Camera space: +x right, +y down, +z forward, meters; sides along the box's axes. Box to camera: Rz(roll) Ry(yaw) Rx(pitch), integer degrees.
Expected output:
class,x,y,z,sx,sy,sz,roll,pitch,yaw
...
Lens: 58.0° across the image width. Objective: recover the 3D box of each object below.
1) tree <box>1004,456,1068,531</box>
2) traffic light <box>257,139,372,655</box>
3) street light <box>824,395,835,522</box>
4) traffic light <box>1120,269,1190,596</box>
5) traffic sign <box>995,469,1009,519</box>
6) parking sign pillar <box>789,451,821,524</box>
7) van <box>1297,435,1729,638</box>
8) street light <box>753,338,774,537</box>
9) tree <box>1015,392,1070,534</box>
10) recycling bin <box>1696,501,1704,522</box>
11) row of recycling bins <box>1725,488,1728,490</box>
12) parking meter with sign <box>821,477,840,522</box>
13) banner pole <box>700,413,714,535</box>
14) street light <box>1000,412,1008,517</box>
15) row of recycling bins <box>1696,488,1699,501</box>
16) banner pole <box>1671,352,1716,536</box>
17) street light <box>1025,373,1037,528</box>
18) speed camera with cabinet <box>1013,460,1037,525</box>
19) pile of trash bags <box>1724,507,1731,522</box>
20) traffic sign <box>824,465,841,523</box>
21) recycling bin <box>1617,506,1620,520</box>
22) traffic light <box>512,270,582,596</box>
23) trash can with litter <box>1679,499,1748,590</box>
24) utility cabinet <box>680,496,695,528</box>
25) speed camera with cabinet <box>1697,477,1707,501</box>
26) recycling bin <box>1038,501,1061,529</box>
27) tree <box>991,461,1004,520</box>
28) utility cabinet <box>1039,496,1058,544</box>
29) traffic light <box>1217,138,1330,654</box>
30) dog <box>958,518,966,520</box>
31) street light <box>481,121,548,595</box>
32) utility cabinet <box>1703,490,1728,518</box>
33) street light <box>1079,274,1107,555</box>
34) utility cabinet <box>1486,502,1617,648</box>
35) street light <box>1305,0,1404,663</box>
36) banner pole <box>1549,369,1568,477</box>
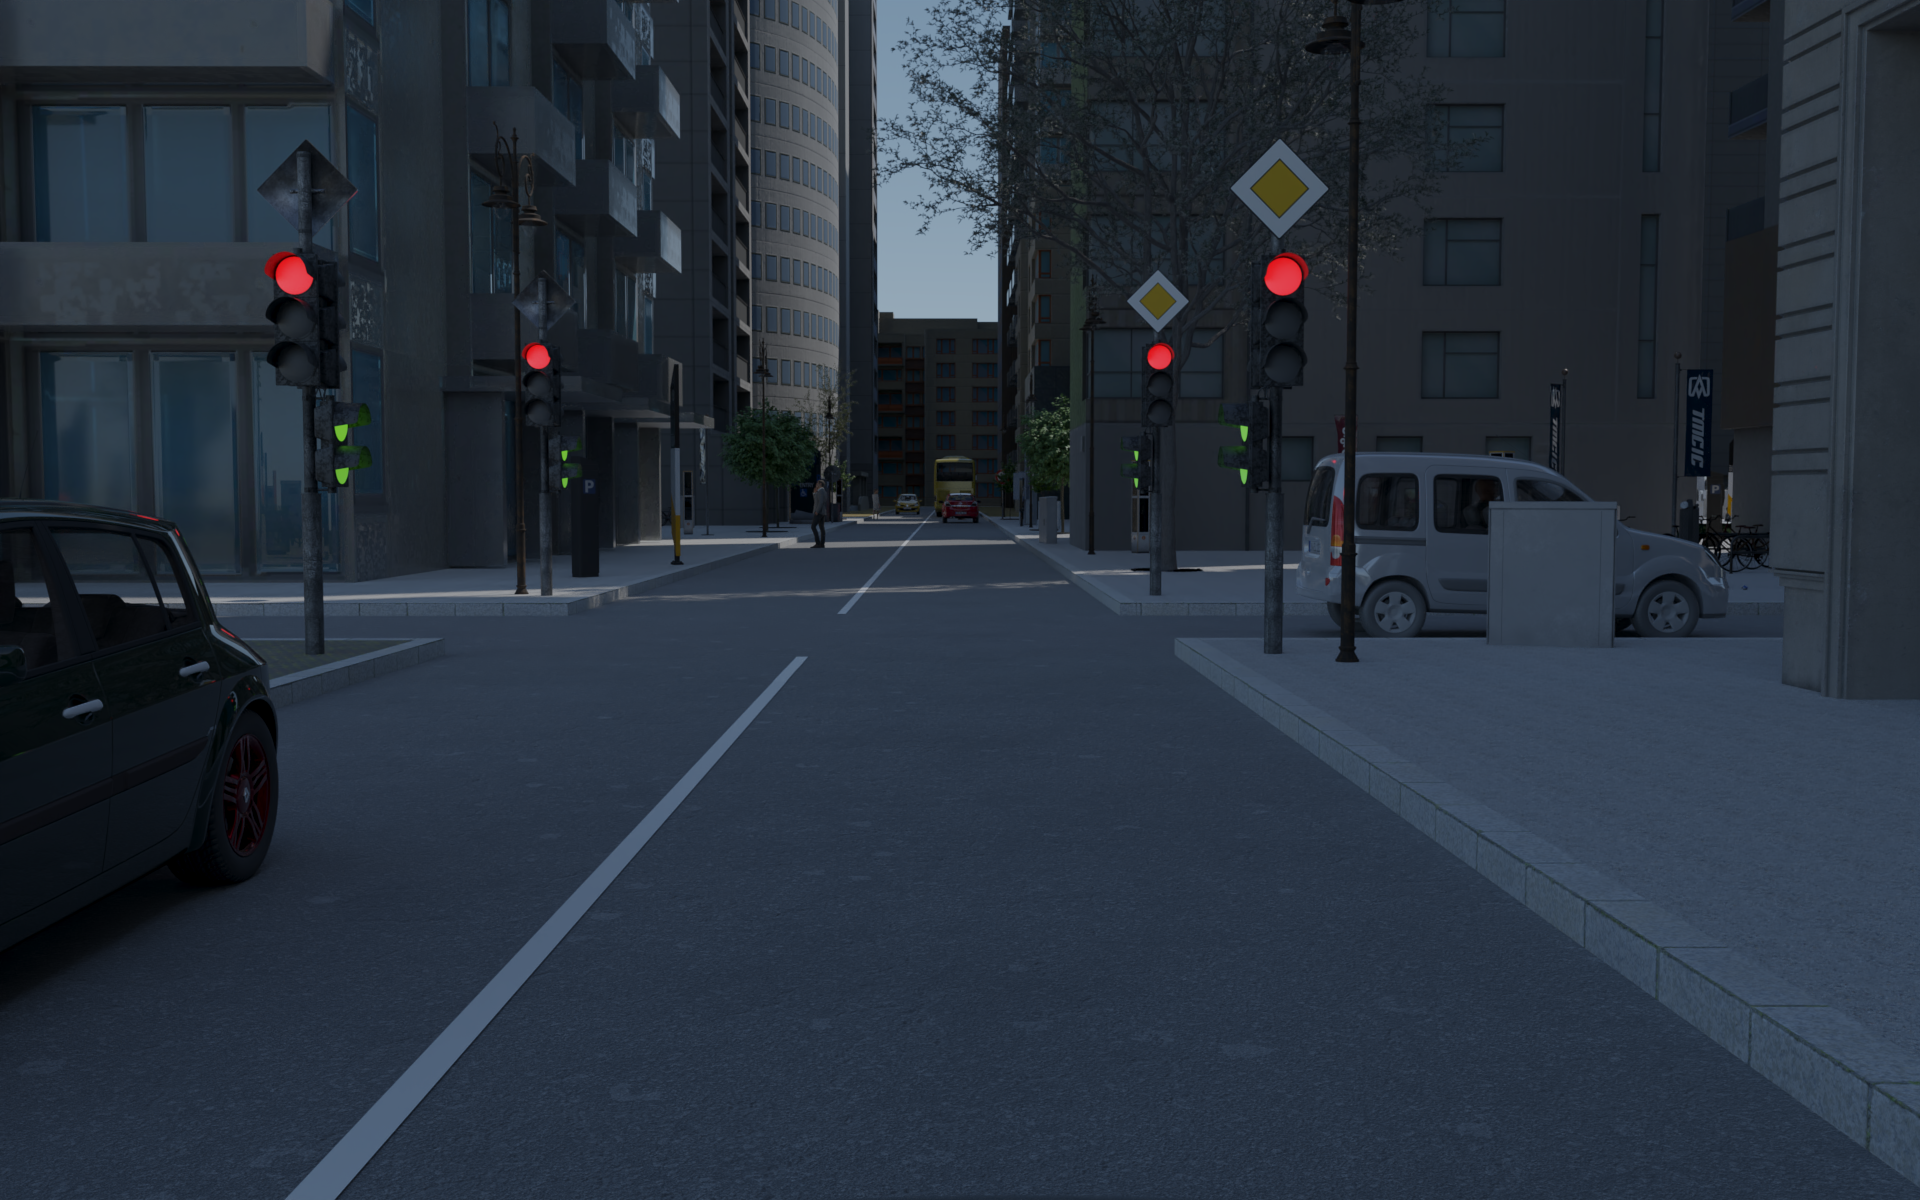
class,x,y,z,sx,sy,sz,roll,pitch,yaw
tree,2.851,-4.036,60.590,1.663,3.219,1.824,0,3,0
traffic light,-5.158,-1.520,13.775,0.839,4.253,0.868,0,4,0
street light,-6.077,-6.609,80.850,0.468,5.910,1.993,0,4,0
traffic light,2.457,-2.012,21.820,0.839,4.253,0.868,0,4,0
traffic sign,2.197,-5.438,89.019,0.768,2.556,0.104,0,4,3
parking sign pillar,-6.660,-5.278,74.774,1.447,3.967,1.447,2,4,26
van,5.510,-0.633,17.367,4.112,2.044,2.013,0,4,-1
street light,-5.826,-4.810,51.426,0.468,5.910,1.993,0,4,0
tree,3.400,-4.435,56.233,4.285,4.588,4.351,0,3,0
recycling bin,27.158,-3.177,64.500,0.722,1.027,0.722,-2,4,-28
row of recycling bins,42.041,-5.234,92.681,1.069,1.692,3.534,0,4,-7
parking meter with sign,-6.339,-5.064,79.051,1.738,3.016,0.543,1,4,15
banner pole,-7.964,-3.912,53.985,0.401,3.779,0.863,-2,4,-29
street light,2.435,-7.534,95.975,0.468,5.910,1.993,0,4,0
row of recycling bins,30.661,-4.058,73.454,1.069,1.692,3.534,1,4,18
banner pole,12.862,-2.481,30.576,0.863,3.779,0.401,0,4,1
street light,2.707,-5.700,65.982,0.468,5.910,1.993,0,4,0
speed camera with cabinet,2.722,-4.771,72.333,0.660,3.252,2.038,1,4,16
pile of trash bags,40.941,-4.769,87.720,3.447,1.369,1.912,-1,4,-14
traffic sign,-5.639,-4.662,76.335,0.768,2.556,0.104,0,4,6
recycling bin,34.224,-4.694,89.305,0.722,1.027,0.722,1,4,12
traffic light,-5.204,-2.009,21.760,0.839,4.253,0.868,0,4,0
trash can with litter,9.711,-0.749,23.299,1.678,1.210,2.233,1,4,19
utility cabinet,-10.400,-3.311,65.295,0.306,1.237,1.020,1,4,23
speed camera with cabinet,35.293,-5.415,82.877,0.660,3.252,2.038,2,4,30
recycling bin,3.251,-3.082,62.938,0.722,1.027,0.722,1,4,11
tree,2.379,-5.633,86.707,1.663,3.219,1.824,0,3,0
utility cabinet,2.287,-2.078,45.130,0.306,1.237,1.020,-1,4,-9
traffic light,2.503,-1.524,13.835,0.839,4.253,0.868,0,4,0
dog,0.130,-4.638,96.030,0.550,0.427,0.748,1,4,9
street light,-5.614,-3.010,22.001,0.468,5.910,1.993,0,4,0
utility cabinet,40.299,-5.119,92.369,0.318,1.500,1.173,-3,4,-38
street light,2.789,-3.900,36.557,0.468,5.910,1.993,0,4,0
utility cabinet,5.012,-0.215,14.684,1.020,1.237,0.306,1,4,19
street light,2.966,-2.465,13.088,0.468,5.910,1.993,0,4,0
banner pole,11.942,-2.727,34.596,0.401,3.779,0.863,3,5,44
